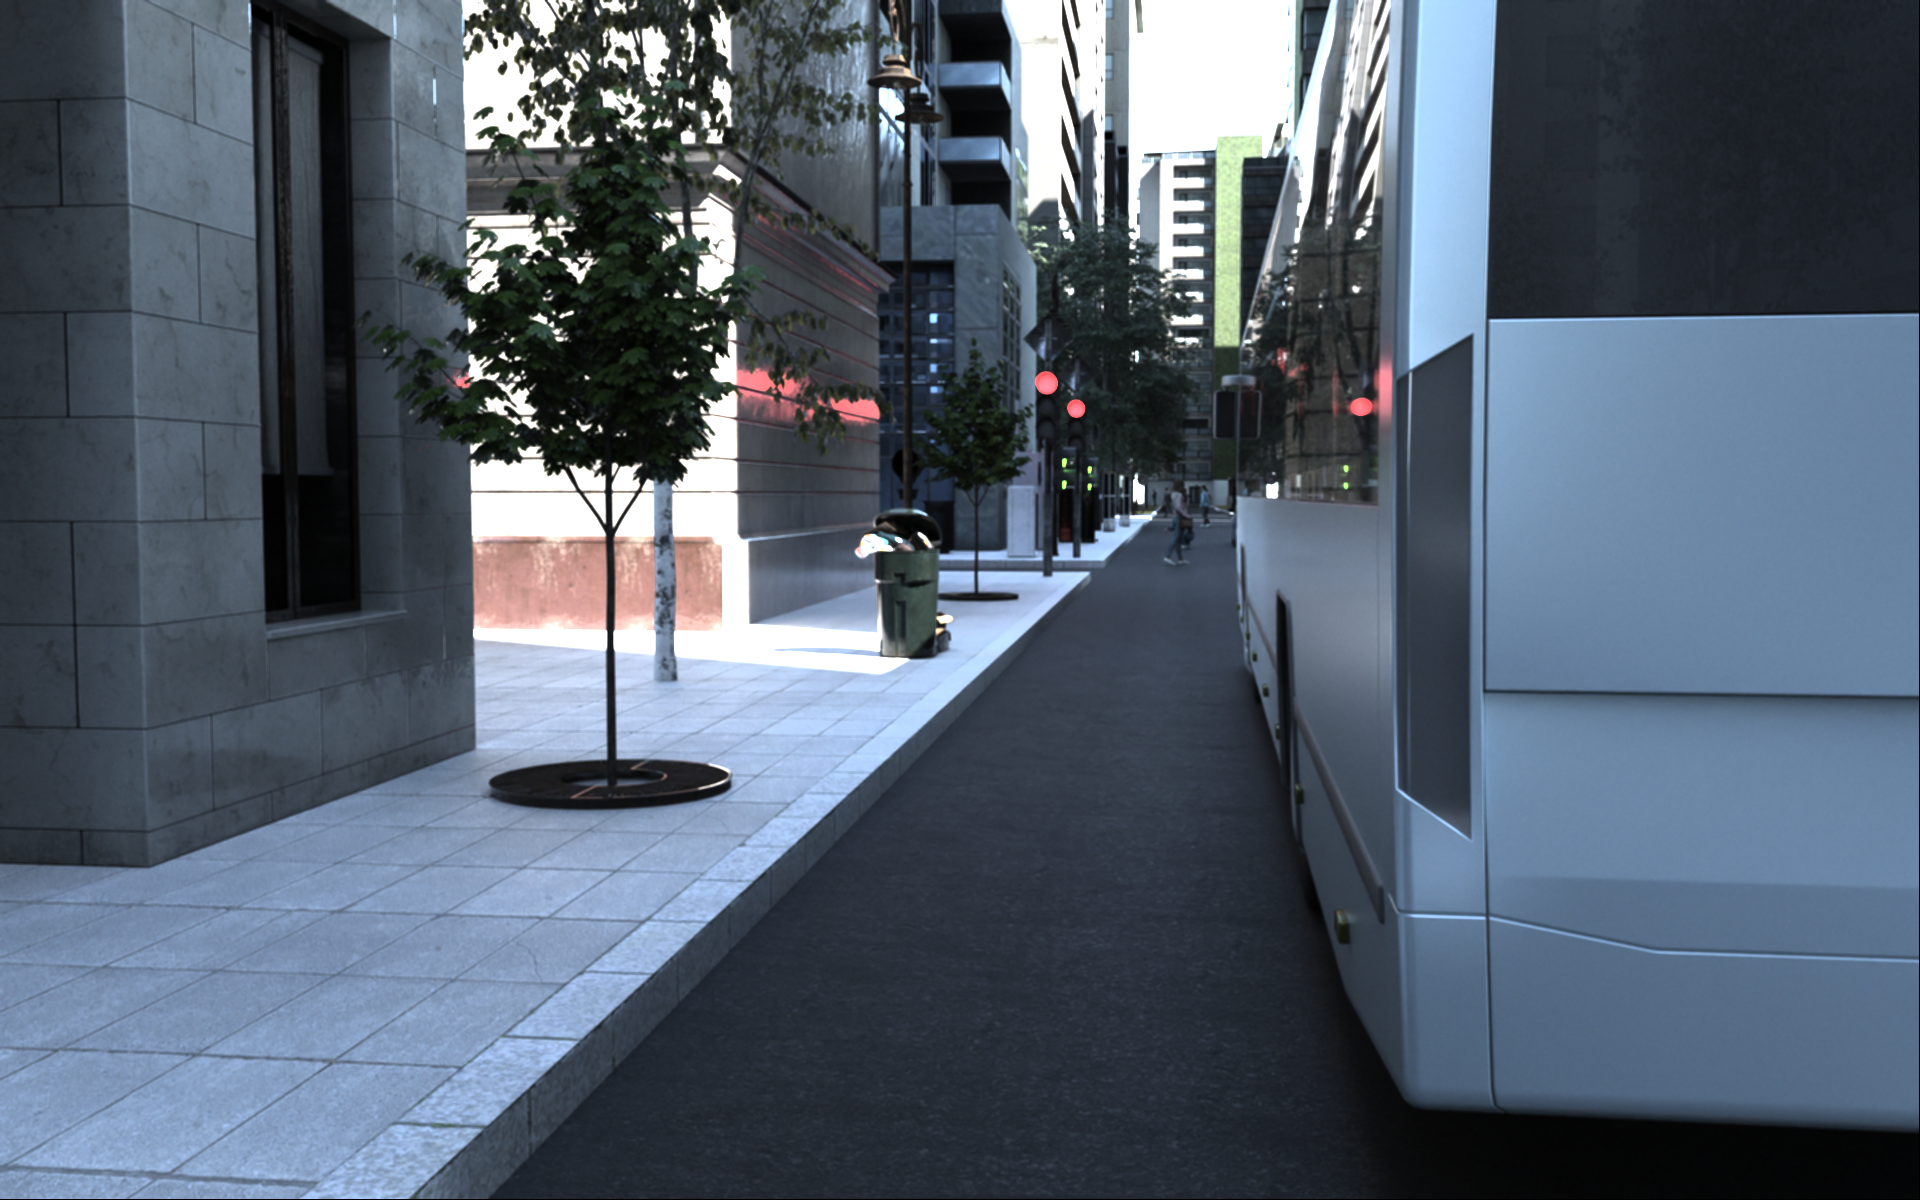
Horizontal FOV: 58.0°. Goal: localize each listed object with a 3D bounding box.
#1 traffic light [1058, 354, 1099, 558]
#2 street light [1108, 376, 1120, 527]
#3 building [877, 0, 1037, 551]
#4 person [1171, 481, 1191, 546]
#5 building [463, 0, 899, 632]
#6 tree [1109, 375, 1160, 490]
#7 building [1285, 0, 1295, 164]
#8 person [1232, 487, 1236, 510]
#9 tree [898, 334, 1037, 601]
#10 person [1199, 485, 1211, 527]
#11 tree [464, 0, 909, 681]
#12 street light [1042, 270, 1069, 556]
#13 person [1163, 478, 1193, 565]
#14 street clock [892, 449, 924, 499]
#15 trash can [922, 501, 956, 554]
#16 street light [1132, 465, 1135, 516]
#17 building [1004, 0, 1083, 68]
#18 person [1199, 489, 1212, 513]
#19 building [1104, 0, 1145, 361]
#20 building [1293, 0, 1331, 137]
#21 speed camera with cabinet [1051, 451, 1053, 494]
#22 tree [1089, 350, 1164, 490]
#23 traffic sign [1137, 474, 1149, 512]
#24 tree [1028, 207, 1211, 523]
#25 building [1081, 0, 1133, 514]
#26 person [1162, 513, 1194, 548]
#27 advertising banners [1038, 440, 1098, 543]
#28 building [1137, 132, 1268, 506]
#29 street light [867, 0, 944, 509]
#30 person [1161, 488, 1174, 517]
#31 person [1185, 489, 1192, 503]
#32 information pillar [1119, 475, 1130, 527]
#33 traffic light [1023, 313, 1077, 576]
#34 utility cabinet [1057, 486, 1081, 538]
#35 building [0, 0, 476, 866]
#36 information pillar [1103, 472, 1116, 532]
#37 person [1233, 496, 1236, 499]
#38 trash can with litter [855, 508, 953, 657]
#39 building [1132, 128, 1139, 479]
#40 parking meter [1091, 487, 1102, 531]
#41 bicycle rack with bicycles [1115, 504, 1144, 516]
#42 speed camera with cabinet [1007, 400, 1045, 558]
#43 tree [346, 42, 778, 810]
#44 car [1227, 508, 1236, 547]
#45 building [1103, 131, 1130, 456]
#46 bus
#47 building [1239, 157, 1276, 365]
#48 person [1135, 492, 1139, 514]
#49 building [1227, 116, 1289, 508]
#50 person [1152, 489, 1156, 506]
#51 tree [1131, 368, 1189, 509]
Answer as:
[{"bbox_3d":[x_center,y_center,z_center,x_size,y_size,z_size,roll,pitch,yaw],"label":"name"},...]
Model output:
[{"bbox_3d":[2.373,-2.809,34.842,0.839,4.253,0.868,0,4,7],"label":"traffic light"},{"bbox_3d":[6.041,-5.826,68.051,0.468,5.910,1.993,0,4,7],"label":"street light"},{"bbox_3d":[-8.298,-45.279,52.989,22.319,86.520,31.000,0,4,7],"label":"building"},{"bbox_3d":[6.135,-2.428,48.223,0.620,1.820,0.660,0,4,8],"label":"person"},{"bbox_3d":[-10.611,-9.580,21.255,19.286,19.102,10.561,0,4,7],"label":"building"},{"bbox_3d":[10.285,-9.469,105.184,4.360,8.622,3.978,0,3,0],"label":"tree"},{"bbox_3d":[32.851,-49.742,125.952,22.319,86.520,31.000,0,4,7],"label":"building"},{"bbox_3d":[21.645,-7.996,136.410,0.705,1.869,1.348,1,4,10],"label":"person"},{"bbox_3d":[0.073,-1.622,21.115,1.663,3.219,1.824,0,3,0],"label":"tree"},{"bbox_3d":[10.830,-4.147,76.315,0.620,1.820,0.660,2,4,28],"label":"person"},{"bbox_3d":[-2.017,-3.736,11.439,4.360,8.622,3.978,0,3,0],"label":"tree"},{"bbox_3d":[1.972,-3.856,35.835,0.468,5.910,1.993,0,4,7],"label":"street light"},{"bbox_3d":[4.404,-1.596,35.193,0.643,1.750,0.593,-1,4,-12],"label":"person"},{"bbox_3d":[-0.827,-1.407,27.576,0.471,2.002,0.358,1,4,17],"label":"street clock"},{"bbox_3d":[-0.452,-1.569,37.311,0.748,1.137,0.748,0,3,0],"label":"trash can"},{"bbox_3d":[9.985,-7.755,99.582,0.468,5.910,1.993,0,4,7],"label":"street light"},{"bbox_3d":[-4.287,-29.025,98.261,21.300,48.544,21.600,0,4,7],"label":"building"},{"bbox_3d":[18.399,-7.415,129.666,0.705,1.831,1.348,-3,4,-36],"label":"person"},{"bbox_3d":[4.050,-35.599,171.289,27.495,52.752,28.713,0,4,7],"label":"building"},{"bbox_3d":[21.130,-18.460,73.523,14.160,30.474,14.107,0,4,7],"label":"building"},{"bbox_3d":[1.756,-2.758,39.432,0.660,3.252,2.038,0,4,-3],"label":"speed camera with cabinet"},{"bbox_3d":[7.498,-8.331,86.582,4.737,8.622,4.395,0,3,0],"label":"tree"},{"bbox_3d":[11.498,-6.672,109.189,0.768,2.556,0.104,1,4,15],"label":"traffic sign"},{"bbox_3d":[6.314,-10.422,77.050,9.857,13.997,8.962,0,3,0],"label":"tree"},{"bbox_3d":[1.783,-41.680,119.726,20.563,71.187,20.611,0,4,7],"label":"building"},{"bbox_3d":[5.864,-1.936,45.654,0.738,1.151,1.012,-1,4,-18],"label":"person"},{"bbox_3d":[2.824,-3.034,45.798,2.074,3.025,0.090,3,5,44],"label":"advertising banners"},{"bbox_3d":[27.519,-31.571,199.782,14.086,41.232,14.154,0,4,7],"label":"building"},{"bbox_3d":[-0.476,-2.624,15.692,0.468,5.910,1.993,0,4,7],"label":"street light"},{"bbox_3d":[12.839,-6.011,106.749,0.622,1.834,0.822,-3,5,-41],"label":"person"},{"bbox_3d":[16.983,-7.459,130.452,1.348,1.824,0.705,-3,5,-42],"label":"person"},{"bbox_3d":[6.445,-3.870,67.774,0.304,2.012,0.304,-2,4,-27],"label":"information pillar"},{"bbox_3d":[1.386,-2.324,26.918,0.839,4.253,0.868,0,4,7],"label":"traffic light"},{"bbox_3d":[3.153,-2.541,50.227,0.318,1.500,1.173,-3,5,-41],"label":"utility cabinet"},{"bbox_3d":[-8.620,-8.910,0.423,10.420,20.320,16.860,0,4,7],"label":"building"},{"bbox_3d":[5.066,-3.320,58.768,0.304,2.012,0.304,-3,5,-40],"label":"information pillar"},{"bbox_3d":[19.715,-7.013,120.711,1.348,1.823,0.705,0,4,1],"label":"person"},{"bbox_3d":[-0.414,-0.152,13.877,0.624,1.170,1.055,1,4,12],"label":"trash can with litter"},{"bbox_3d":[10.184,-35.587,205.548,21.600,48.544,21.300,0,4,7],"label":"building"},{"bbox_3d":[4.768,-3.191,60.587,0.372,1.533,0.369,0,3,0],"label":"parking meter"},{"bbox_3d":[9.404,-5.537,103.915,2.925,0.926,2.852,1,4,15],"label":"bicycle rack with bicycles"},{"bbox_3d":[1.334,-2.531,35.723,0.660,3.252,2.038,0,4,6],"label":"speed camera with cabinet"},{"bbox_3d":[-1.522,-0.794,7.585,1.663,3.219,1.824,0,3,0],"label":"tree"},{"bbox_3d":[8.463,-2.212,48.175,2.014,1.417,4.499,0,4,8],"label":"car"},{"bbox_3d":[6.265,-22.434,138.498,14.160,30.474,14.107,0,4,7],"label":"building"},{"bbox_3d":[2.830,-0.860,8.929,2.948,3.499,13.247,0,4,8],"label":"bus"},{"bbox_3d":[31.321,-23.173,150.577,14.160,30.474,14.107,0,4,7],"label":"building"},{"bbox_3d":[11.414,-6.277,111.925,0.557,1.426,1.065,0,4,0],"label":"person"},{"bbox_3d":[42.631,-29.153,168.529,32.217,40.220,23.993,0,4,7],"label":"building"},{"bbox_3d":[20.365,-10.734,181.992,0.568,1.767,0.683,-1,4,-20],"label":"person"},{"bbox_3d":[16.527,-14.251,151.130,7.486,12.596,7.792,0,3,0],"label":"tree"}]
